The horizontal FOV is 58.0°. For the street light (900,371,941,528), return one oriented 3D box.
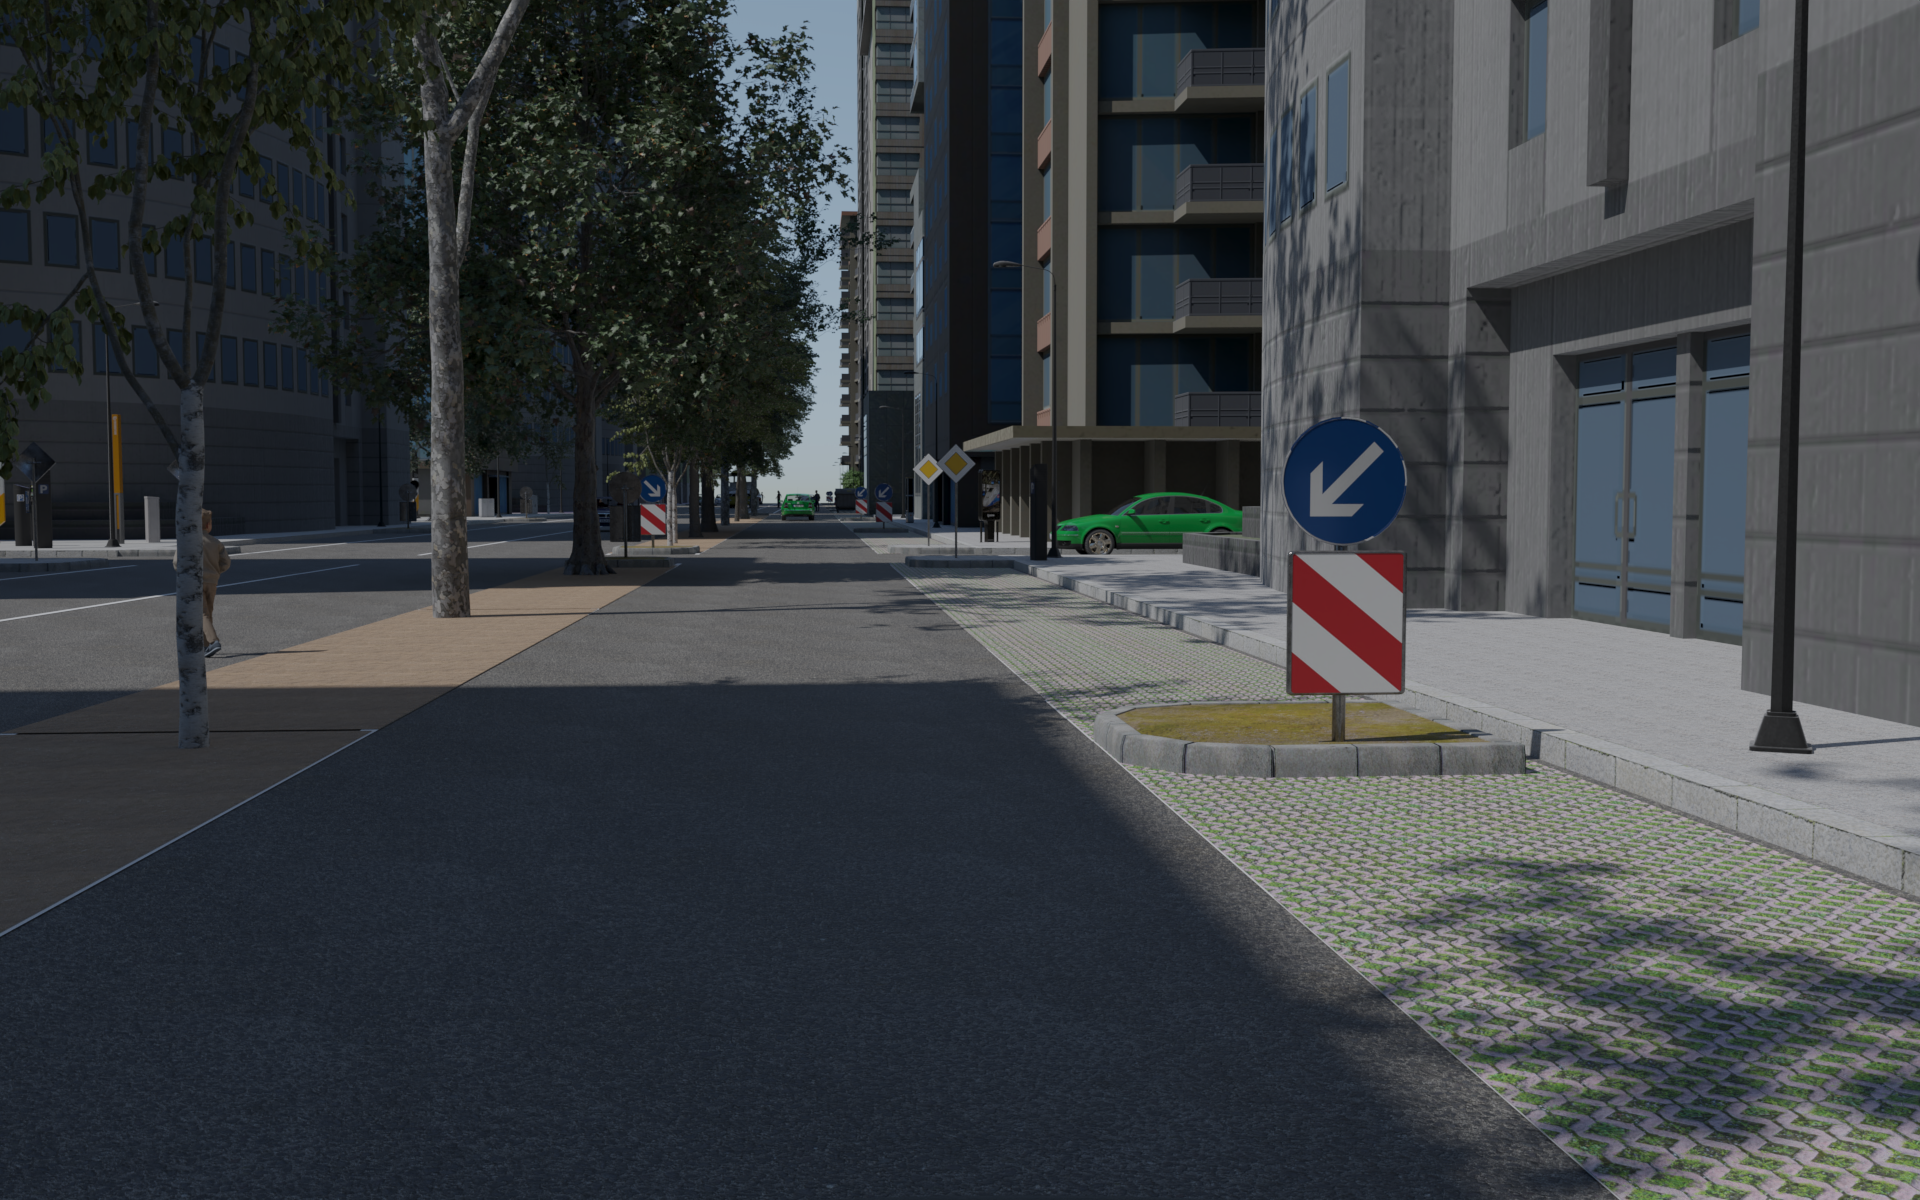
[{"bbox_3d":[-1.426,-5.688,65.543,1.470,5.913,1.316,0,4,-5],"label":"street light"}]

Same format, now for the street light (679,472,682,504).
[{"bbox_3d":[-35.994,-15.520,226.298,1.470,5.913,1.316,0,4,-5],"label":"street light"}]

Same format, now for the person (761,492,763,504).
[{"bbox_3d":[-27.481,-14.193,241.240,0.721,1.739,1.217,-2,4,-32],"label":"person"}]

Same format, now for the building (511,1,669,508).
[{"bbox_3d":[-47.371,-40.925,211.118,21.231,58.520,28.212,0,4,-5],"label":"building"}]

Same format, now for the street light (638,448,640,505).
[{"bbox_3d":[-31.122,-12.103,170.424,1.470,5.913,1.316,0,4,-5],"label":"street light"}]

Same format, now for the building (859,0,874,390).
[{"bbox_3d":[4.370,-36.154,180.352,28.713,52.752,27.495,0,4,-5],"label":"building"}]

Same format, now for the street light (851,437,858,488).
[{"bbox_3d":[-7.907,-10.328,141.398,1.470,5.913,1.316,0,4,-5],"label":"street light"}]

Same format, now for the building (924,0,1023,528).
[{"bbox_3d":[5.861,-25.794,71.849,14.600,45.320,14.200,0,4,-5],"label":"building"}]

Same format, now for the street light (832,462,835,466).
[{"bbox_3d":[-19.648,-18.578,276.283,1.470,5.913,1.316,0,4,-5],"label":"street light"}]

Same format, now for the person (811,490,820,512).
[{"bbox_3d":[-11.856,-8.119,141.778,0.750,1.759,0.617,-3,4,-37],"label":"person"}]

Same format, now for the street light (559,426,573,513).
[{"bbox_3d":[-26.448,-8.846,117.168,1.470,5.913,1.316,0,4,-5],"label":"street light"}]

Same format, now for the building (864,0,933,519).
[{"bbox_3d":[5.897,-48.231,101.253,22.319,86.520,31.000,0,4,-5],"label":"building"}]

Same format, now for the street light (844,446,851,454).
[{"bbox_3d":[-10.194,-11.919,167.409,1.470,5.913,1.316,0,4,-5],"label":"street light"}]

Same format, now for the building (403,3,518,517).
[{"bbox_3d":[-34.443,-27.613,101.590,14.600,45.320,14.200,0,4,-5],"label":"building"}]

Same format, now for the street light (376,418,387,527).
[{"bbox_3d":[-22.155,-5.826,67.801,1.470,5.913,1.316,0,4,-5],"label":"street light"}]

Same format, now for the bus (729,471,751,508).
[{"bbox_3d":[-22.481,-11.461,178.933,2.896,3.916,12.252,0,4,-4],"label":"bus"}]

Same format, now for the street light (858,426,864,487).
[{"bbox_3d":[-5.974,-8.870,117.567,1.470,5.913,1.316,0,4,-5],"label":"street light"}]

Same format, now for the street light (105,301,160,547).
[{"bbox_3d":[-19.960,-4.235,41.782,1.470,5.913,1.316,0,4,-5],"label":"street light"}]

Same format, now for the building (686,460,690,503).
[{"bbox_3d":[-47.093,-35.331,261.250,14.154,41.232,14.086,0,4,-5],"label":"building"}]

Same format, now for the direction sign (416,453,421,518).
[{"bbox_3d":[-28.635,-6.074,91.314,0.379,3.537,0.876,-1,4,-13],"label":"direction sign"}]

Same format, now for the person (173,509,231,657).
[{"bbox_3d":[-6.692,-0.153,15.276,0.640,1.303,0.475,3,5,40],"label":"person"}]

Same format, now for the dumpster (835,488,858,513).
[{"bbox_3d":[-8.565,-7.522,131.200,1.865,1.857,1.264,0,4,-6],"label":"dumpster"}]

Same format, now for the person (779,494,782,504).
[{"bbox_3d":[-26.973,-15.288,258.536,0.705,1.814,1.350,-3,5,-41],"label":"person"}]

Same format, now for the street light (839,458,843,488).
[{"bbox_3d":[-12.428,-13.510,193.424,1.470,5.913,1.316,0,4,-5],"label":"street light"}]

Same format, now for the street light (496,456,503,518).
[{"bbox_3d":[-24.464,-7.417,93.810,1.470,5.913,1.316,0,4,-5],"label":"street light"}]

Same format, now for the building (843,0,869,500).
[{"bbox_3d":[-5.714,-48.862,237.139,20.563,71.187,20.611,0,4,-5],"label":"building"}]

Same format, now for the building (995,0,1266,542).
[{"bbox_3d":[14.790,-24.449,54.367,28.867,44.769,22.147,0,4,-5],"label":"building"}]

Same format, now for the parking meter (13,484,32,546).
[{"bbox_3d":[-23.078,-2.094,42.651,0.372,1.533,0.369,0,3,0],"label":"parking meter"}]

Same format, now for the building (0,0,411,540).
[{"bbox_3d":[-32.918,-31.566,58.111,21.231,58.520,28.212,0,4,-5],"label":"building"}]

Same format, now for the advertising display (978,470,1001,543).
[{"bbox_3d":[0.785,-2.505,46.171,0.123,1.923,0.974,2,4,32],"label":"advertising display"}]

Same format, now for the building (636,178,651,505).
[{"bbox_3d":[-39.717,-30.226,177.797,14.154,41.232,14.086,0,4,-5],"label":"building"}]

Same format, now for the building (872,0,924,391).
[{"bbox_3d":[0.487,-27.243,129.024,14.154,41.232,14.086,0,4,-5],"label":"building"}]

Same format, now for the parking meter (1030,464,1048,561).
[{"bbox_3d":[1.521,-1.699,33.496,0.255,1.863,0.399,-1,4,-15],"label":"parking meter"}]

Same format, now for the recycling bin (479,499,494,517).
[{"bbox_3d":[-26.075,-5.066,95.383,0.722,1.027,0.722,-2,4,-24],"label":"recycling bin"}]

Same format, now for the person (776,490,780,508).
[{"bbox_3d":[-18.969,-10.525,180.589,0.705,1.822,1.348,-1,4,-20],"label":"person"}]

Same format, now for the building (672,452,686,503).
[{"bbox_3d":[-45.074,-33.605,233.034,14.154,41.232,14.086,0,4,-5],"label":"building"}]

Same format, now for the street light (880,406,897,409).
[{"bbox_3d":[-3.541,-7.280,91.569,1.470,5.913,1.316,0,4,-5],"label":"street light"}]

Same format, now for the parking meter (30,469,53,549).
[{"bbox_3d":[-21.690,-2.151,40.883,0.255,1.863,0.399,3,5,39],"label":"parking meter"}]

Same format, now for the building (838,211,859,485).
[{"bbox_3d":[-7.167,-37.185,262.606,22.147,44.769,28.867,0,4,-5],"label":"building"}]

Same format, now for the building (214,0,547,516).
[{"bbox_3d":[-39.036,-35.833,127.874,21.231,58.520,28.212,0,4,-5],"label":"building"}]

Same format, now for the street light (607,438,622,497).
[{"bbox_3d":[-28.684,-10.468,143.689,1.470,5.913,1.316,0,4,-5],"label":"street light"}]

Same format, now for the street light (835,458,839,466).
[{"bbox_3d":[-15.136,-15.395,224.256,1.470,5.913,1.316,0,4,-5],"label":"street light"}]

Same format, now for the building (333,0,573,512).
[{"bbox_3d":[-41.341,-37.550,155.940,21.231,58.520,28.212,0,4,-5],"label":"building"}]

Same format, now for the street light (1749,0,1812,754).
[{"bbox_3d":[3.585,-2.199,8.488,1.470,5.913,1.316,0,4,-5],"label":"street light"}]

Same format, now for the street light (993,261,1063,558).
[{"bbox_3d":[1.360,-3.805,34.745,1.470,5.913,1.316,0,4,-5],"label":"street light"}]

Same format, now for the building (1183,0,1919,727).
[{"bbox_3d":[14.700,-29.260,20.409,21.231,58.520,28.212,0,4,-5],"label":"building"}]
